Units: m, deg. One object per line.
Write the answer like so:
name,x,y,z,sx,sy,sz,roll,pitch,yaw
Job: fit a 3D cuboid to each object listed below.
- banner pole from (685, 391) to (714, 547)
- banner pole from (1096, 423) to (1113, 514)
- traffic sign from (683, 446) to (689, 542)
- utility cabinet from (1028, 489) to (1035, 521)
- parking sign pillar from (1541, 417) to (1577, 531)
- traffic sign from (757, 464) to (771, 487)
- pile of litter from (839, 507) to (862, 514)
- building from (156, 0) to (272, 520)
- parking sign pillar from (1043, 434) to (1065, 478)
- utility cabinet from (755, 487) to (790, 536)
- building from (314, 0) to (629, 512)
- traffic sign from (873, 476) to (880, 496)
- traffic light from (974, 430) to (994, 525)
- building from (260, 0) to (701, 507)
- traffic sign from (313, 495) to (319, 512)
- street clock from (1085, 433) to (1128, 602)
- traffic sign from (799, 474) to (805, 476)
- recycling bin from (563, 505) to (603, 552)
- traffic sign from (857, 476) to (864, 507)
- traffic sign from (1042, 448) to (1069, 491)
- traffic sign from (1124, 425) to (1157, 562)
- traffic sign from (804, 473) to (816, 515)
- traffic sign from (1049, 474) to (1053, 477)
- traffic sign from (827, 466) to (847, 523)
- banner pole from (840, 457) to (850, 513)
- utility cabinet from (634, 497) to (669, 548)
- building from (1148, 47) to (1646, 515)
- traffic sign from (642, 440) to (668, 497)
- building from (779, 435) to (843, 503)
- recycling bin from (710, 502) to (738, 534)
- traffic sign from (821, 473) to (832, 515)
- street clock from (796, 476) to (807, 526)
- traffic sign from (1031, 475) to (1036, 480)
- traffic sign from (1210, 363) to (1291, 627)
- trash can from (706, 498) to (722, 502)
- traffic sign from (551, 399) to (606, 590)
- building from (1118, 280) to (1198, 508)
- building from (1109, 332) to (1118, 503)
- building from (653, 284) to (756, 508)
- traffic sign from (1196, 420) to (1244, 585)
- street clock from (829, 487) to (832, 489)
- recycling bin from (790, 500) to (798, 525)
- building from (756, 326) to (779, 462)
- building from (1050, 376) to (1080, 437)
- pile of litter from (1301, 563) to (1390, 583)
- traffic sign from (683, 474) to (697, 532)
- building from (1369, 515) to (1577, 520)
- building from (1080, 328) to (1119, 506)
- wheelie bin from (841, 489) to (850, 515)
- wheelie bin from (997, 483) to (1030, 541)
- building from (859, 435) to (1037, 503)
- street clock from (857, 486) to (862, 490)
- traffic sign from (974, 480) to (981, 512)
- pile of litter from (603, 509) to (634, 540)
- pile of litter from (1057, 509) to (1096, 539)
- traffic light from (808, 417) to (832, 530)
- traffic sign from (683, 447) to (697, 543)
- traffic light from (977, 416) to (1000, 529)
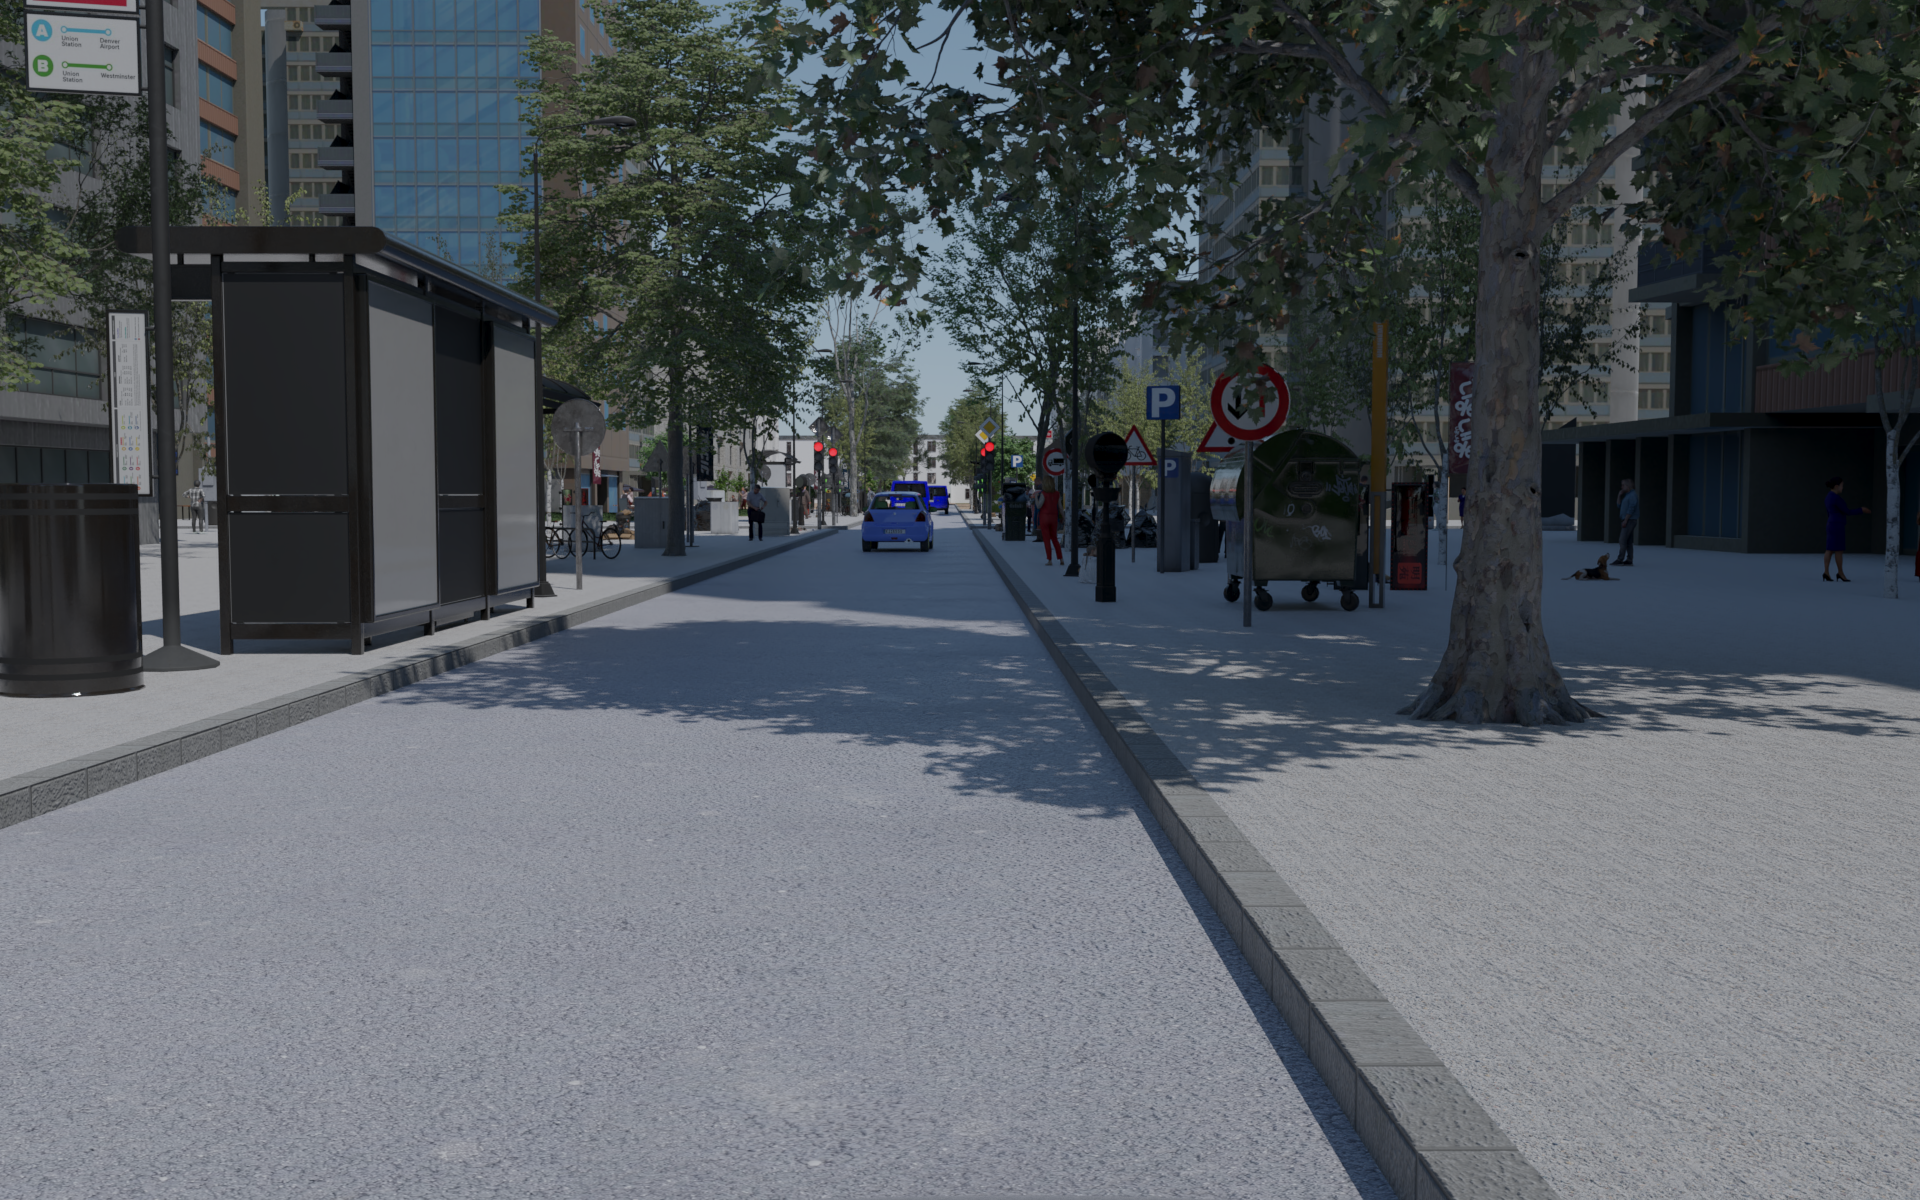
banner pole,-6.304,-3.169,41.837,0.863,3.779,0.401,1,4,19
banner pole,5.043,-4.343,61.020,0.863,3.779,0.401,-1,4,-22
traffic sign,-7.229,-2.803,45.935,0.768,2.556,0.104,0,4,1
utility cabinet,3.674,-4.386,80.382,1.173,1.500,0.318,-3,5,-41
parking sign pillar,20.932,-4.425,60.815,1.447,3.967,1.447,1,4,21
traffic sign,-8.471,-4.536,74.275,0.768,2.556,0.104,1,4,8
pile of litter,-7.218,-6.129,114.176,1.719,0.858,1.176,1,4,12
building,-53.359,-26.750,91.988,28.867,44.769,22.147,0,4,0
parking sign pillar,4.158,-5.507,78.511,1.447,3.967,1.447,2,4,24
utility cabinet,-5.669,-2.673,52.382,0.318,1.500,1.173,3,5,41
building,-27.574,-27.527,100.177,14.600,45.320,14.200,0,4,0
traffic sign,-6.060,-7.486,122.498,0.768,2.556,0.104,0,4,1
traffic light,0.988,-4.999,70.655,0.839,4.253,0.868,0,4,0
building,-36.841,-26.952,132.549,32.217,40.220,23.993,0,4,0
traffic sign,-9.857,-1.615,26.510,0.768,2.556,0.104,0,4,2
street clock,1.734,-0.978,20.558,0.471,2.002,0.358,-1,4,-22
traffic sign,-9.867,-6.657,108.954,0.768,2.556,0.104,0,4,0
recycling bin,-8.416,-1.598,38.674,0.722,1.027,0.722,-2,4,-28
traffic sign,-6.953,-7.261,118.823,0.768,2.556,0.104,1,4,9
traffic sign,2.668,-2.935,48.092,0.768,2.556,0.104,0,4,2
traffic sign,3.251,-1.983,32.428,0.884,2.594,0.081,0,4,4
traffic sign,-9.072,-6.380,104.412,0.768,2.556,0.104,0,4,3
traffic sign,3.538,-3.733,63.157,0.606,2.300,0.079,0,4,1
traffic sign,-5.399,-4.651,76.040,0.884,2.594,0.081,0,4,5
banner pole,-7.904,-7.816,117.809,0.863,3.779,0.401,0,4,-5
utility cabinet,-7.199,-1.831,41.099,1.020,1.237,0.306,0,4,2
building,31.515,-27.019,133.645,32.217,40.220,23.993,0,4,0
traffic sign,-7.177,-2.536,41.468,0.884,2.594,0.081,0,4,0
building,-29.397,-18.718,248.185,28.070,9.664,9.099,0,4,0
recycling bin,-7.615,-2.658,56.014,0.722,1.027,0.722,1,4,12
traffic sign,-8.383,-6.592,107.789,0.884,2.594,0.081,0,4,8
street clock,-6.421,-4.005,70.055,0.471,2.002,0.358,3,4,37
traffic sign,4.043,-5.831,95.066,0.795,2.593,0.064,0,3,0
traffic sign,2.782,-1.014,16.688,0.768,2.556,0.104,0,4,4
trash can,-10.094,-3.640,71.169,0.748,1.137,0.748,0,3,0
traffic sign,-5.109,-1.411,23.169,0.768,2.556,0.104,1,4,9
building,23.314,-18.494,158.797,16.016,20.091,11.380,0,4,0
building,22.858,-19.204,170.410,16.016,20.091,11.380,0,4,0
building,-29.213,-18.064,161.807,16.747,18.905,31.486,0,4,0
traffic sign,3.445,-1.347,22.034,0.884,2.594,0.081,0,4,5
street clock,-10.307,-8.253,139.504,0.471,2.002,0.358,-3,5,-44
recycling bin,-7.294,-3.688,72.856,0.722,1.027,0.722,3,4,36
building,-27.034,-21.038,200.389,11.380,20.091,16.016,0,4,0
building,19.237,-24.192,251.955,11.380,20.091,16.016,0,4,0
pile of litter,5.548,-0.709,25.562,1.719,0.858,1.176,3,5,44
traffic sign,-9.028,-3.527,57.770,0.768,2.556,0.104,0,4,3
building,27.669,-24.961,99.990,23.993,40.220,32.217,0,4,0
building,22.861,-19.920,192.150,16.747,18.905,31.486,0,4,0
wheelie bin,-6.730,-5.866,103.818,0.693,1.594,0.980,-3,5,-42
wheelie bin,1.524,-2.422,47.502,0.980,1.594,0.693,0,4,-5
building,-1.331,-18.756,248.803,28.070,9.664,9.099,0,4,0
street clock,-8.108,-8.241,139.308,0.358,2.002,0.471,2,4,25
traffic sign,1.348,-7.132,116.717,0.768,2.556,0.104,0,4,5
pile of litter,-9.560,-2.136,48.896,1.719,0.858,1.176,2,4,26
pile of litter,3.539,-2.175,49.518,1.719,0.858,1.176,1,4,22
traffic light,-5.076,-4.507,62.610,0.839,4.253,0.868,0,4,0
traffic sign,-7.038,-2.788,45.587,0.884,2.594,0.081,0,4,6
traffic light,1.045,-4.511,62.670,0.839,4.253,0.868,0,4,0
